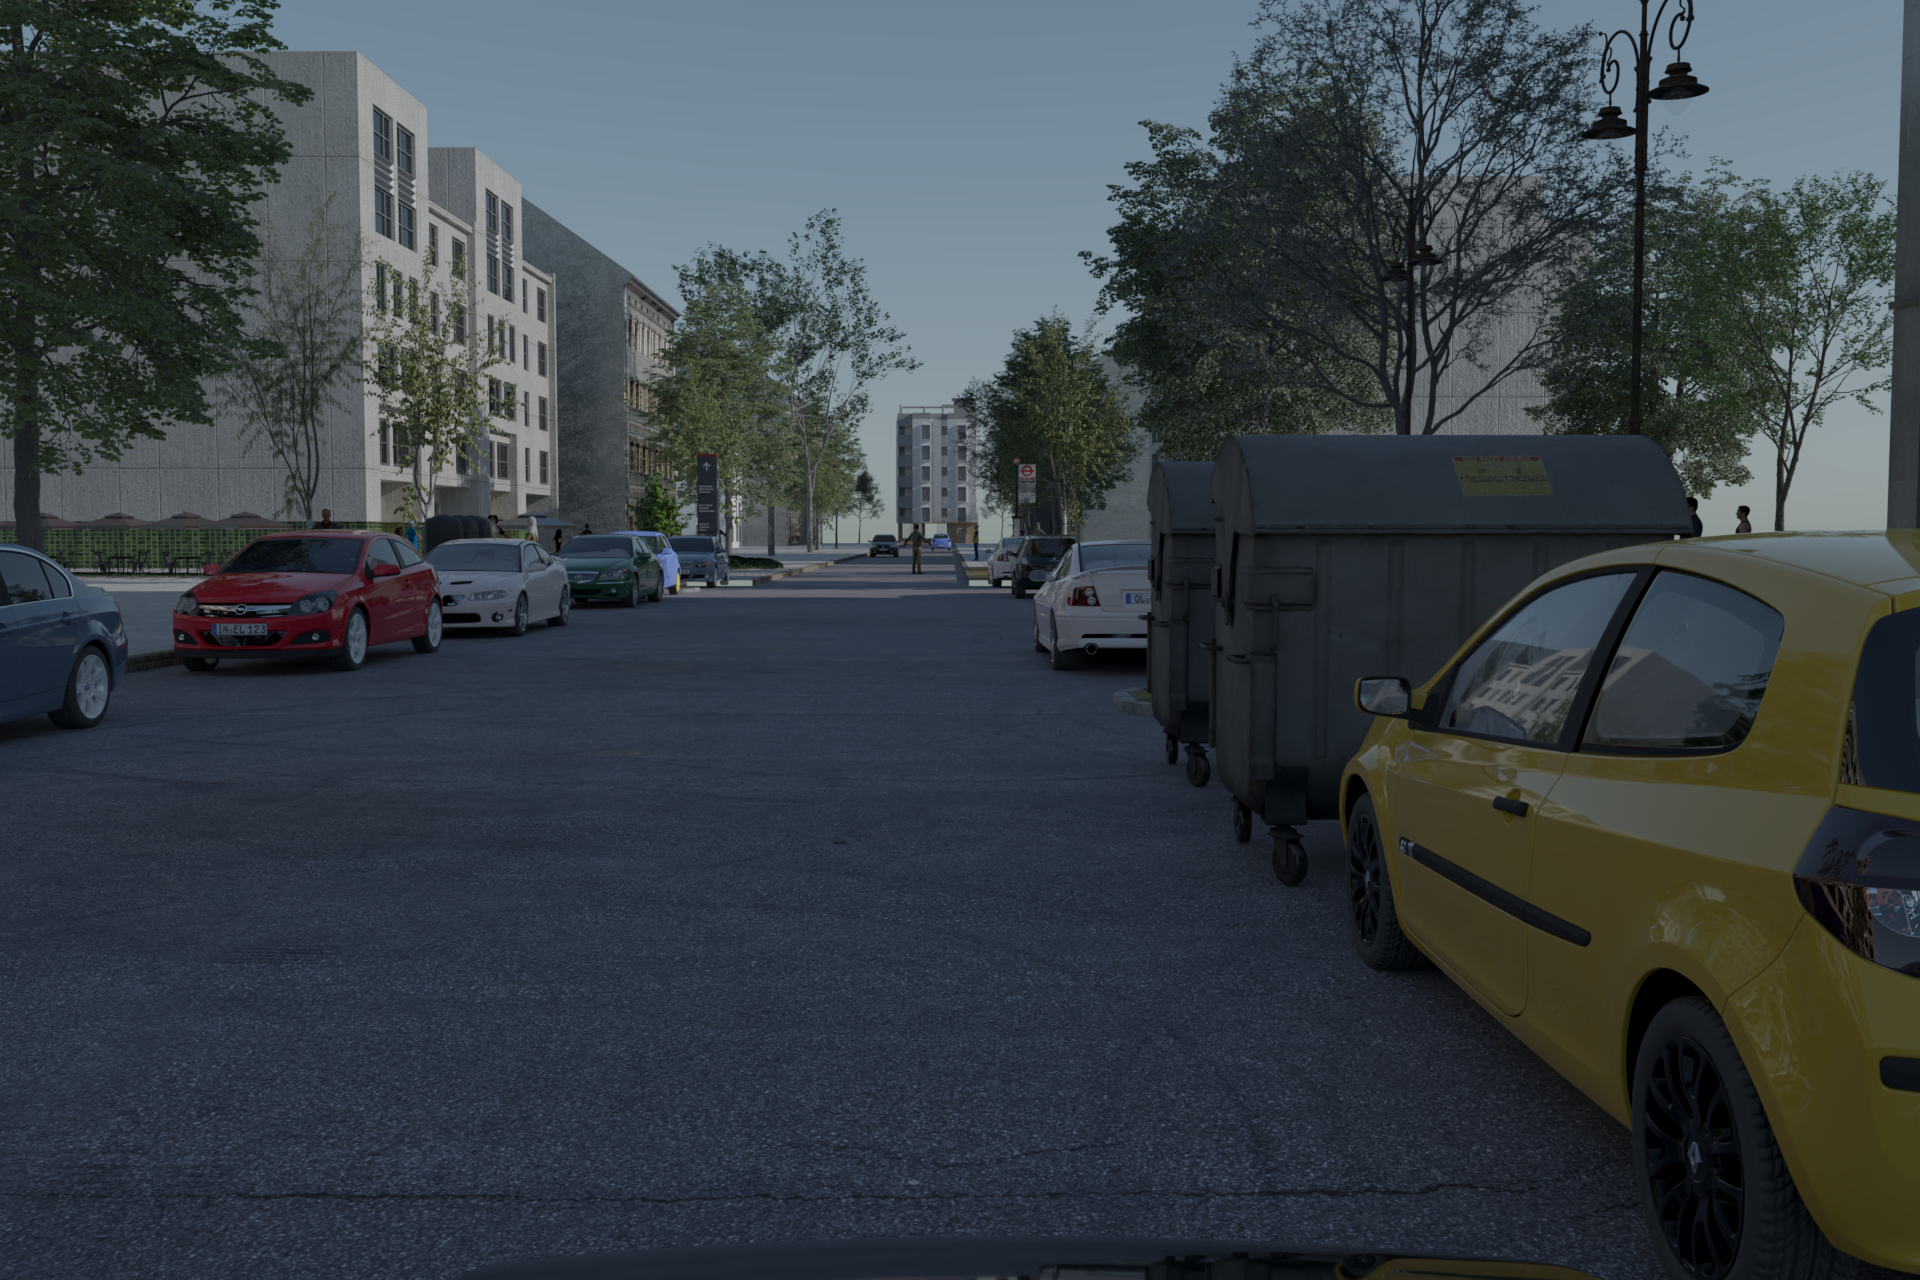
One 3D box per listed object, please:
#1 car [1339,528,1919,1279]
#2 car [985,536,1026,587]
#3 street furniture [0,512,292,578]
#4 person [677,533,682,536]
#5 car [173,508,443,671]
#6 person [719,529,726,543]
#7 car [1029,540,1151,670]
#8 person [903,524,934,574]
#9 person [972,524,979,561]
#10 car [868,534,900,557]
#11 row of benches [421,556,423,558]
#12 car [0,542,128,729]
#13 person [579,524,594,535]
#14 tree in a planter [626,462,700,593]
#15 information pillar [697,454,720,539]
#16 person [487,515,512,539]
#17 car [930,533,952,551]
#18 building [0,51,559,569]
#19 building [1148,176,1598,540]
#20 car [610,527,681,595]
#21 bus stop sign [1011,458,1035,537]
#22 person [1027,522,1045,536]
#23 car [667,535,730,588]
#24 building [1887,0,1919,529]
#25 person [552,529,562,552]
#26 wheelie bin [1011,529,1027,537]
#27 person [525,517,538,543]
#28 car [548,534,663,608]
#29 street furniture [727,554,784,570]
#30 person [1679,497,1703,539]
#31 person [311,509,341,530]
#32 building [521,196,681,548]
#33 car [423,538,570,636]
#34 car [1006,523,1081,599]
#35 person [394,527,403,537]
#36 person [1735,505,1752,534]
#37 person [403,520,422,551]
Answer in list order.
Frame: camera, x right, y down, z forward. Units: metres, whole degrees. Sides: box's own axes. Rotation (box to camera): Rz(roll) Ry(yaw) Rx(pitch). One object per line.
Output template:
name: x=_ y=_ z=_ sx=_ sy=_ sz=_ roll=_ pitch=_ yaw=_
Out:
car: x=2.172 y=0.347 z=4.556 sx=2.015 sy=1.641 sz=3.980 roll=0 pitch=3 yaw=0
car: x=1.747 y=-2.183 z=48.060 sx=2.083 sy=1.381 sz=4.827 roll=0 pitch=4 yaw=-1
street furniture: x=-35.121 y=-2.935 z=53.013 sx=27.439 sy=1.986 sz=14.083 roll=1 pitch=4 yaw=22
person: x=-8.515 y=-2.629 z=52.245 sx=0.991 sy=1.433 sz=0.599 roll=1 pitch=4 yaw=21
car: x=-7.210 y=-0.637 z=19.456 sx=2.155 sy=1.783 sz=4.494 roll=0 pitch=4 yaw=0
person: x=-11.112 y=-4.471 z=79.238 sx=1.346 sy=1.812 sz=0.704 roll=0 pitch=4 yaw=7
car: x=1.859 y=-0.443 z=19.610 sx=2.083 sy=1.381 sz=4.827 roll=0 pitch=4 yaw=-1
person: x=-1.528 y=-3.262 z=62.059 sx=1.348 sy=1.796 sz=0.705 roll=2 pitch=4 yaw=35
person: x=0.697 y=-4.702 z=83.343 sx=0.721 sy=1.772 sz=1.216 roll=0 pitch=4 yaw=5
car: x=-4.696 y=-5.984 z=107.630 sx=2.009 sy=1.686 sz=4.222 roll=0 pitch=4 yaw=0
row of benches: x=-16.295 y=-2.248 z=52.210 sx=4.104 sy=0.672 sz=1.422 roll=-1 pitch=4 yaw=-16
car: x=-7.247 y=0.030 z=11.507 sx=2.014 sy=1.417 sz=4.499 roll=0 pitch=4 yaw=-1
person: x=-17.016 y=-4.414 z=78.896 sx=1.216 sy=1.740 sz=0.721 roll=-2 pitch=4 yaw=-31
tree in a planter: x=-7.525 y=-2.797 z=42.947 sx=1.991 sy=3.239 sz=1.994 roll=0 pitch=4 yaw=0
information pillar: x=-8.161 y=-4.088 z=56.221 sx=0.750 sy=3.857 sz=0.750 roll=0 pitch=4 yaw=-1
person: x=-13.143 y=-2.607 z=48.770 sx=1.345 sy=1.843 sz=0.704 roll=-2 pitch=4 yaw=-24
car: x=-1.634 y=-8.501 z=148.582 sx=1.945 sy=1.707 sz=3.694 roll=0 pitch=4 yaw=-2
building: x=-30.481 y=-13.031 z=79.516 sx=16.747 sy=18.905 sz=31.486 roll=0 pitch=4 yaw=0
building: x=20.412 y=-13.934 z=94.278 sx=16.747 sy=18.905 sz=31.486 roll=0 pitch=3 yaw=0
car: x=-7.488 y=-1.841 z=39.687 sx=1.945 sy=1.707 sz=3.694 roll=0 pitch=4 yaw=0
bus stop sign: x=2.200 y=-4.386 z=60.410 sx=0.855 sy=3.939 sz=0.416 roll=0 pitch=4 yaw=-1
person: x=3.545 y=-4.464 z=79.121 sx=1.348 sy=1.813 sz=0.705 roll=1 pitch=4 yaw=18
car: x=-7.369 y=-2.172 z=47.511 sx=2.014 sy=1.417 sz=4.499 roll=0 pitch=4 yaw=-1
building: x=27.432 y=-12.943 z=13.783 sx=24.374 sy=26.755 sz=37.873 roll=0 pitch=4 yaw=-1
person: x=-18.678 y=-4.539 z=80.401 sx=0.705 sy=1.806 sz=1.347 roll=-2 pitch=4 yaw=-27
wheelie bin: x=2.275 y=-3.630 z=67.266 sx=0.693 sy=1.594 sz=0.980 roll=0 pitch=4 yaw=0
person: x=-11.191 y=-2.333 z=44.914 sx=0.721 sy=1.736 sz=1.217 roll=0 pitch=4 yaw=-2
car: x=-7.224 y=-1.430 z=35.180 sx=2.131 sy=1.459 sz=4.920 roll=0 pitch=3 yaw=0
street furniture: x=-9.991 y=-3.096 z=66.246 sx=5.734 sy=0.657 sz=10.072 roll=-1 pitch=4 yaw=-11
person: x=10.602 y=-1.174 z=25.239 sx=0.704 sy=1.823 sz=1.345 roll=1 pitch=4 yaw=13
person: x=-13.192 y=-1.830 z=36.098 sx=1.348 sy=1.807 sz=0.705 roll=-1 pitch=4 yaw=-19
building: x=-28.825 y=-17.074 z=110.095 sx=19.493 sy=23.208 sz=18.063 roll=0 pitch=4 yaw=0
car: x=-7.071 y=-0.818 z=25.741 sx=2.083 sy=1.381 sz=4.827 roll=0 pitch=4 yaw=-1
car: x=2.068 y=-1.840 z=39.867 sx=2.009 sy=1.686 sz=4.222 roll=0 pitch=3 yaw=0
person: x=-12.131 y=-1.740 z=37.660 sx=0.599 sy=1.438 sz=0.989 roll=1 pitch=4 yaw=13
person: x=14.392 y=-1.576 z=31.928 sx=0.704 sy=1.807 sz=1.345 roll=2 pitch=4 yaw=30
person: x=-20.560 y=-3.606 z=65.080 sx=1.347 sy=1.817 sz=0.704 roll=3 pitch=4 yaw=37
